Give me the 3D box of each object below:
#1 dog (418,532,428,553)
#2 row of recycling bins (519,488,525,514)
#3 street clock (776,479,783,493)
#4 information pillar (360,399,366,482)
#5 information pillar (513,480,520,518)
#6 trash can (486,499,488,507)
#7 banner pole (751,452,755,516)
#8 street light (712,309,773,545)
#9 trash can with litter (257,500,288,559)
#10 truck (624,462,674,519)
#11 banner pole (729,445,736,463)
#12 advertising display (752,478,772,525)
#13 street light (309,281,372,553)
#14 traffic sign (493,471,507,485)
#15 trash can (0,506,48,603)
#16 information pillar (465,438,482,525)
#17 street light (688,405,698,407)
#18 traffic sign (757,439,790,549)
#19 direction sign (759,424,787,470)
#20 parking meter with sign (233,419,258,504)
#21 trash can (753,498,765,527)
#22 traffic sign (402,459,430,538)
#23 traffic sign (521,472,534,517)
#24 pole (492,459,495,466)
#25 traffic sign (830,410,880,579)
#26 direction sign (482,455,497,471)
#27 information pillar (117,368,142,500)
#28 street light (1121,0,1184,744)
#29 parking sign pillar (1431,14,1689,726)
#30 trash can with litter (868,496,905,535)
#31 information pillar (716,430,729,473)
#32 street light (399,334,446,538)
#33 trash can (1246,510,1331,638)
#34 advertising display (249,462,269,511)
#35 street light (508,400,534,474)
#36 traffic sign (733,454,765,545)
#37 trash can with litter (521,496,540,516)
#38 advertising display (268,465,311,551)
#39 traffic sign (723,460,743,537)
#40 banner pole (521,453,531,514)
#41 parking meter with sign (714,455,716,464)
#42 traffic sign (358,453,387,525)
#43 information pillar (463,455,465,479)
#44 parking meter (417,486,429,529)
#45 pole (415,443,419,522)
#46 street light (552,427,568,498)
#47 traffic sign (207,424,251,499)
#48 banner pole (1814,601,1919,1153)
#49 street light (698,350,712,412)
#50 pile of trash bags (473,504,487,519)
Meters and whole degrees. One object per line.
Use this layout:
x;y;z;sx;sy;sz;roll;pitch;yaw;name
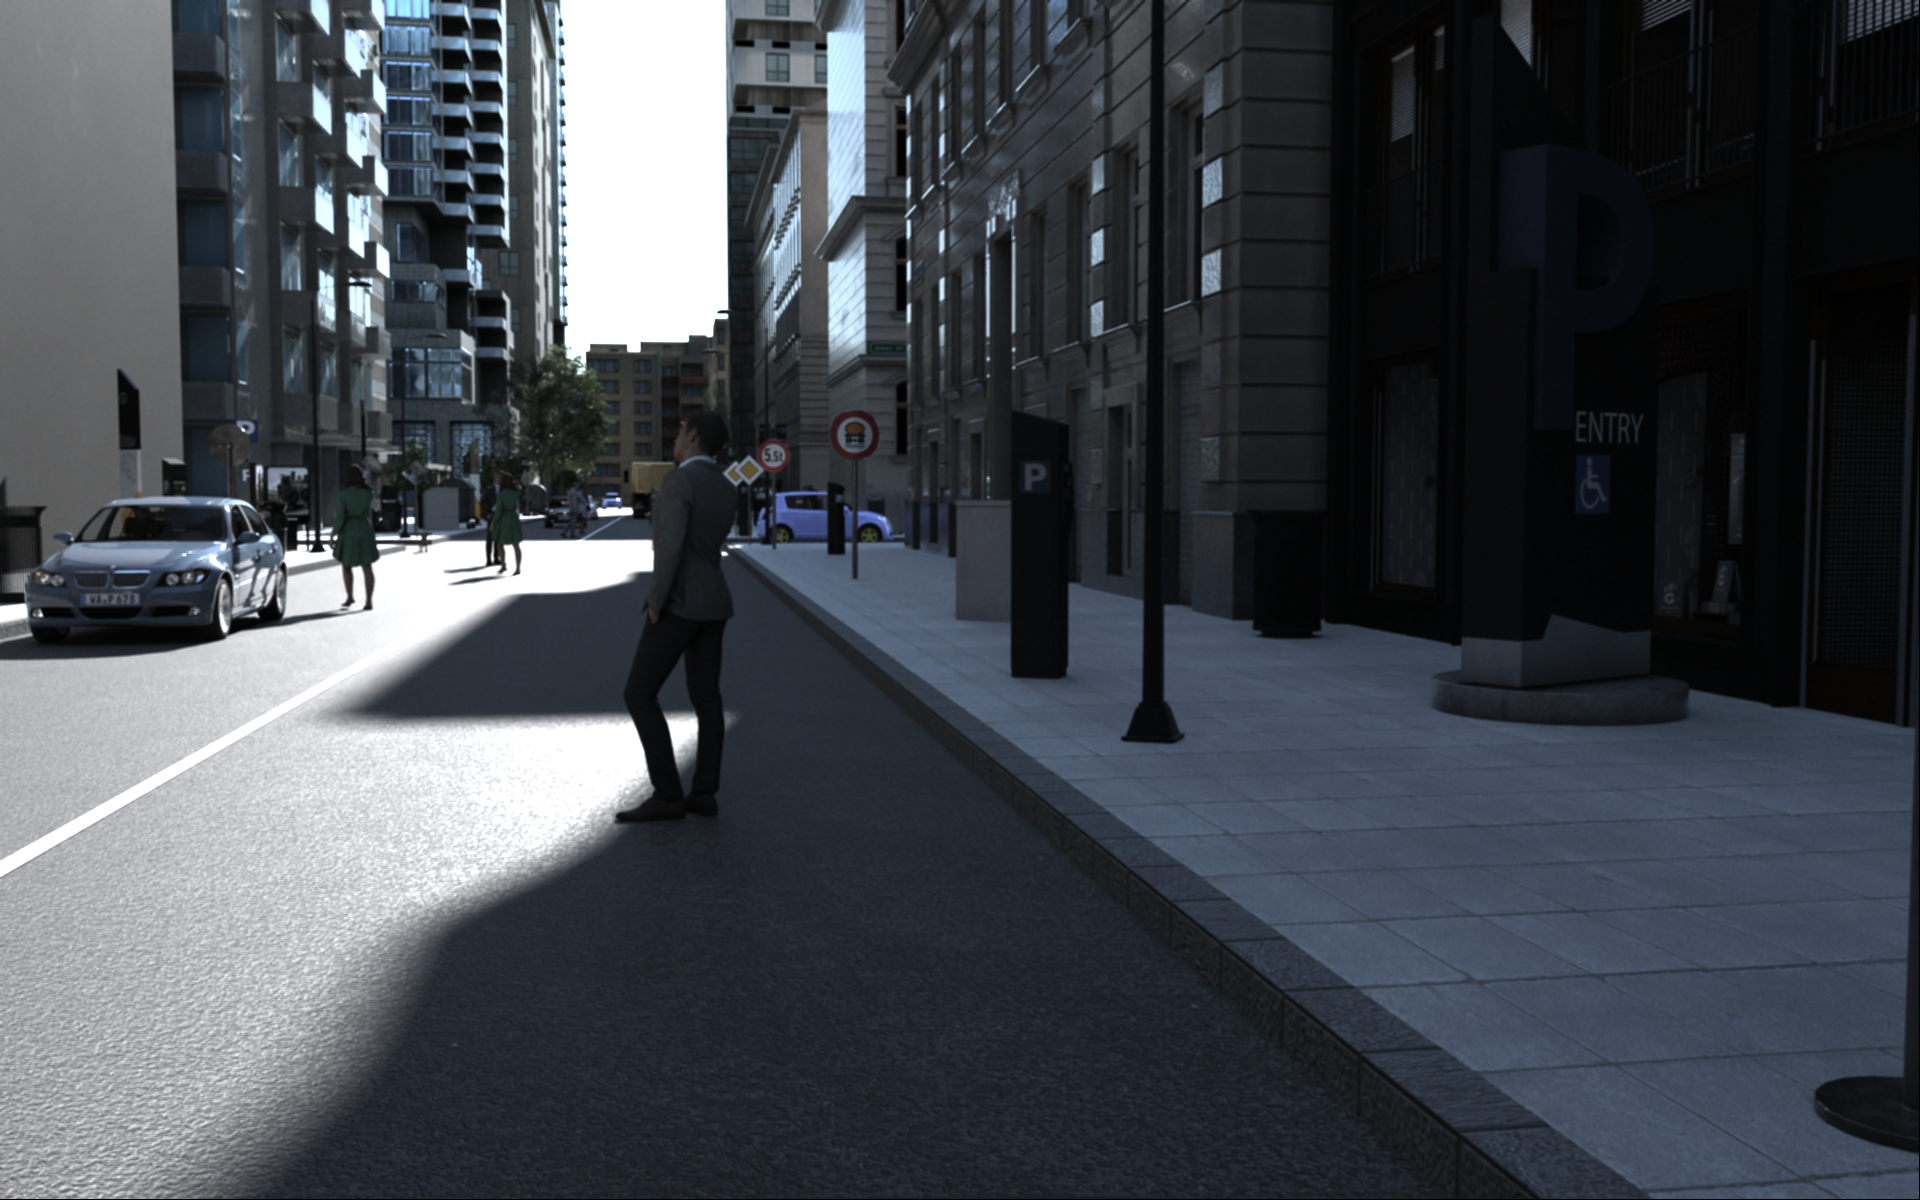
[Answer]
-13.193;-1.427;42.626;0.540;0.507;0.406;2;4;27;dog
-28.924;-6.350;110.938;1.069;1.692;3.534;1;4;22;row of recycling bins
-8.927;-4.947;85.450;0.358;2.002;0.471;1;4;18;street clock
-14.717;-3.144;42.753;0.183;3.616;0.504;-1;4;-22;information pillar
-23.693;-5.377;92.412;0.304;2.012;0.304;0;4;0;information pillar
-29.411;-5.862;107.491;0.748;1.137;0.748;0;3;0;trash can
-12.257;-6.886;102.601;0.401;3.779;0.863;-2;4;-26;banner pole
-5.428;-4.357;43.783;1.470;5.913;1.316;-1;4;-10;street light
-13.618;-1.382;33.978;0.624;1.170;1.055;-3;5;-42;trash can with litter
-18.493;-6.641;104.502;3.469;3.379;9.791;-1;4;-11;truck
-10.500;-5.397;78.265;0.863;3.779;0.401;1;4;22;banner pole
-8.021;-4.019;70.930;0.974;1.923;0.123;-1;4;-22;advertising display
-13.538;-3.996;37.870;1.470;5.913;1.316;-1;4;-10;street light
-20.659;-4.634;77.893;0.606;2.300;0.079;0;4;-5;traffic sign
-11.222;-0.544;20.544;0.748;1.137;0.748;0;3;0;trash can
-20.065;-4.910;71.627;0.183;3.616;0.504;3;4;36;information pillar
-13.492;-7.211;90.447;1.470;5.913;1.316;-1;4;-10;street light
-4.310;-2.449;40.140;0.768;2.556;0.104;0;4;-2;traffic sign
-6.037;-3.912;55.952;0.876;3.537;0.379;0;4;-6;direction sign
-16.376;-2.661;39.767;0.543;3.016;1.738;-1;4;-22;parking meter with sign
-7.625;-3.364;66.647;0.748;1.137;0.748;0;3;0;trash can
-15.753;-2.847;50.188;0.795;2.450;0.064;-1;4;-10;traffic sign
-24.689;-6.041;98.876;0.768;2.556;0.104;0;4;-4;traffic sign
-27.060;-6.528;100.580;0.158;3.312;0.155;0;3;0;pole
-1.593;-1.598;26.228;0.768;2.556;0.104;-1;4;-9;traffic sign
-27.478;-6.677;101.164;0.876;3.537;0.379;0;4;7;direction sign
-15.449;-2.501;32.240;0.504;3.616;0.183;2;4;26;information pillar
0.476;-2.218;8.808;1.470;5.913;1.316;-1;4;-10;street light
3.549;-1.327;10.174;1.447;3.967;1.447;-3;4;-37;parking sign pillar
-2.230;-2.638;54.193;2.233;1.210;1.678;0;4;-1;trash can with litter
-8.664;-4.398;63.254;0.504;3.616;0.183;0;4;0;information pillar
-15.601;-4.755;50.289;1.470;5.913;1.316;-1;4;-10;street light
2.947;-0.240;15.583;0.748;1.137;0.748;0;3;0;trash can
-14.260;-1.833;35.177;0.123;1.923;0.974;-1;4;-12;advertising display
-21.645;-6.895;85.278;1.470;5.913;1.316;-1;4;-10;street light
-5.336;-2.459;43.848;0.795;2.450;0.064;-1;4;-10;traffic sign
-24.767;-5.412;99.871;1.055;1.170;0.624;0;4;4;trash can with litter
-15.260;-2.086;39.326;0.974;1.923;0.123;-3;4;-38;advertising display
-6.688;-2.940;51.718;0.795;2.450;0.064;-1;4;-10;traffic sign
-26.322;-7.048;105.251;0.401;3.779;0.863;3;4;36;banner pole
-10.747;-4.874;75.953;0.543;3.016;1.738;0;4;-7;parking meter with sign
-14.402;-2.365;42.318;0.795;2.450;0.064;-1;4;-10;traffic sign
-25.584;-6.038;90.075;0.504;3.616;0.183;0;4;-8;information pillar
-19.851;-3.568;64.051;0.255;1.863;0.399;3;5;42;parking meter
-21.657;-4.598;69.026;0.158;3.312;0.155;0;3;0;pole
-27.619;-9.001;119.699;1.470;5.913;1.316;-1;4;-10;street light
-13.272;-1.918;31.460;0.768;2.556;0.104;0;4;-3;traffic sign
2.150;-0.829;3.564;0.863;3.779;0.401;-3;4;-37;banner pole
-7.597;-5.102;55.952;1.470;5.913;1.316;-1;4;-10;street light
-25.495;-4.731;87.101;1.912;1.369;3.447;3;5;44;pile of trash bags
